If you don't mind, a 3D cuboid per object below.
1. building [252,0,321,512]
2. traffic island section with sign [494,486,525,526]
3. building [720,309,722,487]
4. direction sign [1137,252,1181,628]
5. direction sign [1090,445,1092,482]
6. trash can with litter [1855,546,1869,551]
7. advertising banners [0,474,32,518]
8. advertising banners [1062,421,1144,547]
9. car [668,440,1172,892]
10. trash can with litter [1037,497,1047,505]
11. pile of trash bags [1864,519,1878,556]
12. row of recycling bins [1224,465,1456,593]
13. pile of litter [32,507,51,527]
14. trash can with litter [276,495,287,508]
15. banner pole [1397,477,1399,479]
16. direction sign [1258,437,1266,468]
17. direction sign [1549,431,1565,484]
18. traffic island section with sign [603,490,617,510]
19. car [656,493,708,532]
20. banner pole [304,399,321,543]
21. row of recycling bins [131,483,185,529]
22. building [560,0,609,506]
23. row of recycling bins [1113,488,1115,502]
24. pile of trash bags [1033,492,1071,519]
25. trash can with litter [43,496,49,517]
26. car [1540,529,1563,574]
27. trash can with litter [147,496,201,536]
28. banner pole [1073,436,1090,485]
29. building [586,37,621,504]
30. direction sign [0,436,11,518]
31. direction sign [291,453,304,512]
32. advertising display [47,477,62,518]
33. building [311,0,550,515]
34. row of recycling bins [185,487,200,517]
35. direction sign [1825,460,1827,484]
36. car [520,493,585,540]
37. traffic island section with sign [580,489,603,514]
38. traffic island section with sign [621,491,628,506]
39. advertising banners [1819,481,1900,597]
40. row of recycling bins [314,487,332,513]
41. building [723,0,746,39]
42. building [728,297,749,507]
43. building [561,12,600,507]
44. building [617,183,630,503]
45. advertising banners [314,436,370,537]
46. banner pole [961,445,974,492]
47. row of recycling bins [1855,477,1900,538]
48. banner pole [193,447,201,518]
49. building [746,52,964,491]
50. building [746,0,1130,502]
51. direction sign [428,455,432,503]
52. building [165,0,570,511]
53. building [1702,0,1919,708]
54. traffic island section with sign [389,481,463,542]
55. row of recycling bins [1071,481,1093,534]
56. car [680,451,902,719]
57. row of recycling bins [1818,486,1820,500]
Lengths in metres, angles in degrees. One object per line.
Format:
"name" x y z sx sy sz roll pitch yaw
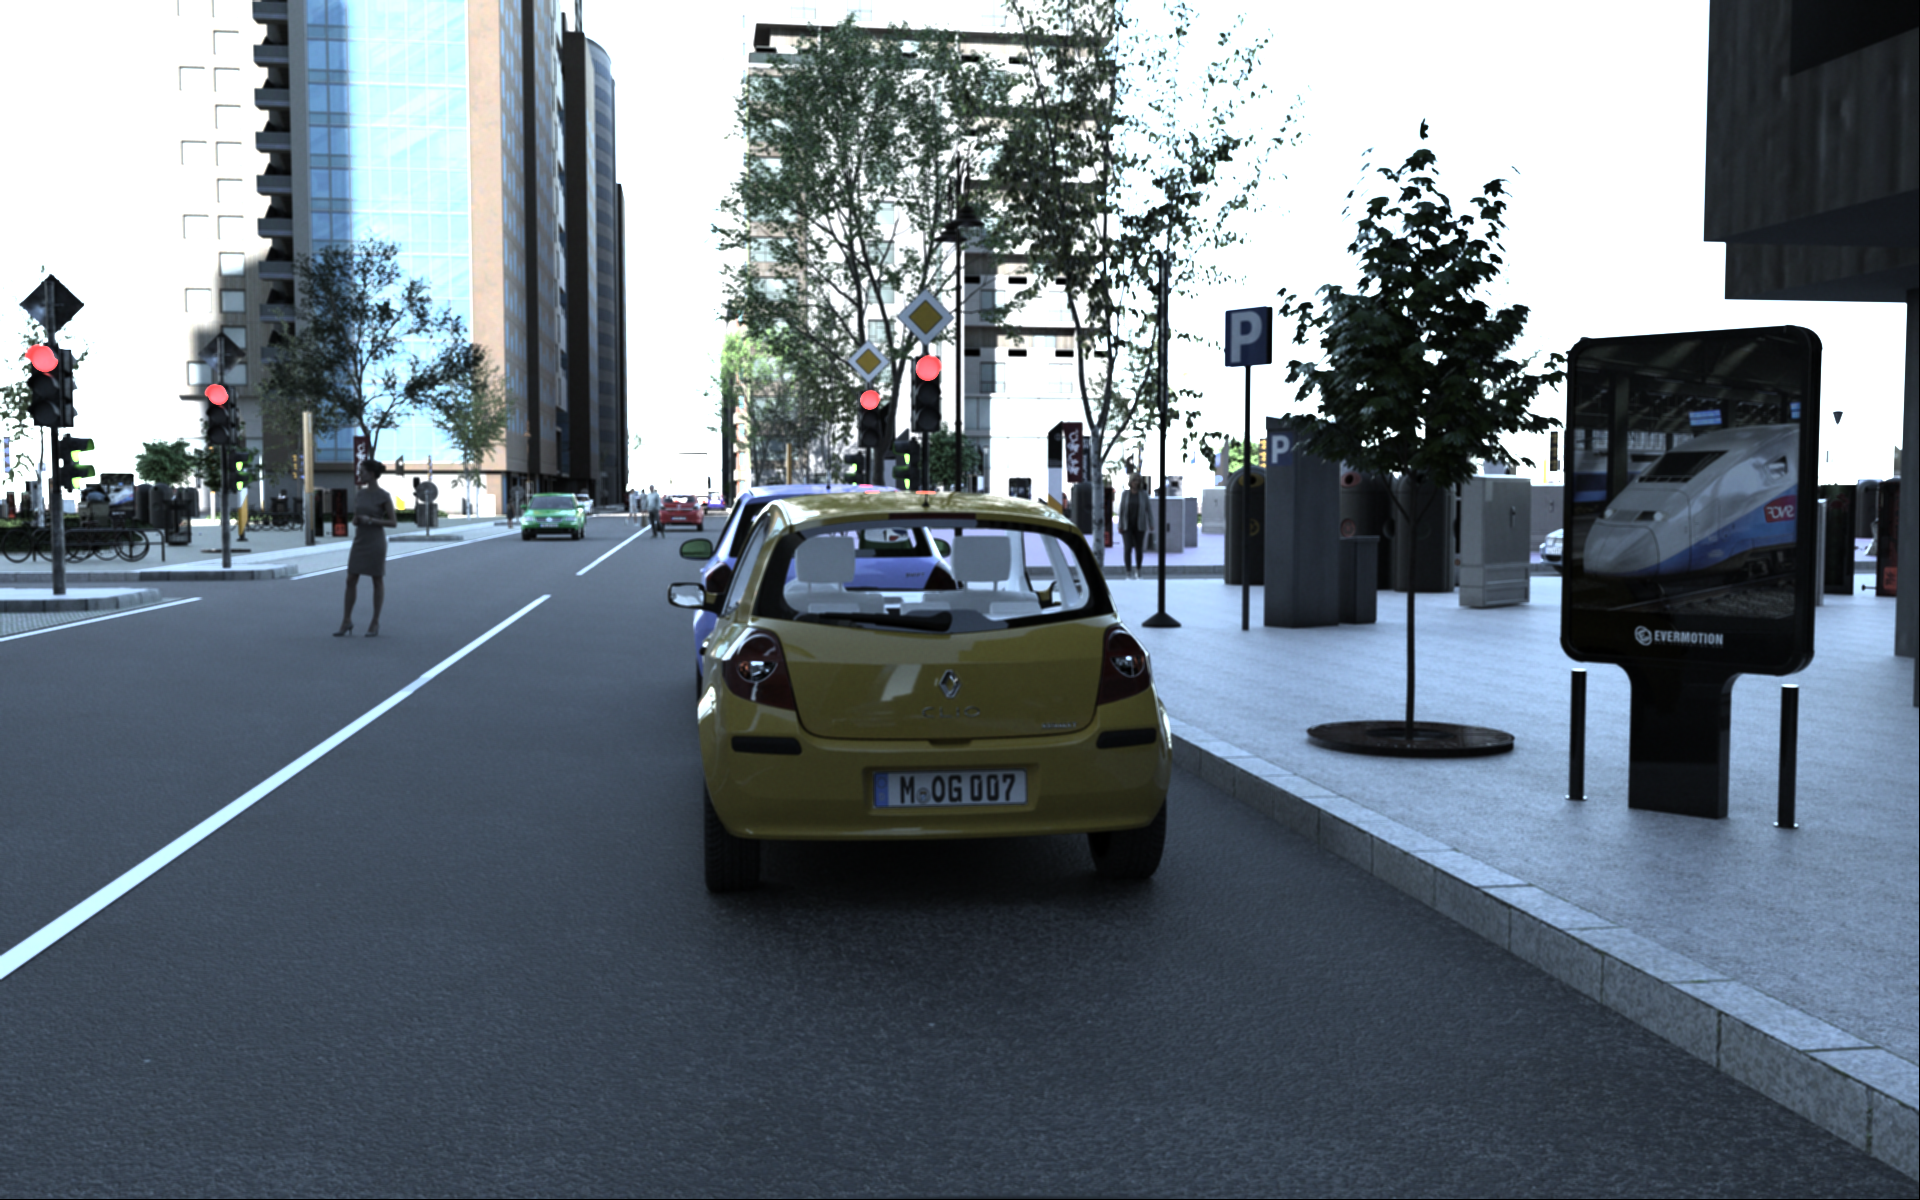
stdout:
"building" -35.241 -28.080 109.215 14.600 45.320 14.200 -1 4 -9
"traffic island section with sign" -20.256 -4.329 79.408 1.989 1.847 2.006 -1 4 -9
"building" -28.569 -29.738 257.910 14.160 30.474 14.107 -1 4 -9
"direction sign" 1.953 -1.510 16.690 0.379 3.537 0.876 1 4 12
"direction sign" 5.652 -5.080 75.063 0.379 3.537 0.876 3 5 43
"trash can with litter" 20.703 -1.796 40.418 1.678 1.210 2.233 3 4 37
"advertising banners" -41.774 -4.896 76.234 0.090 3.025 2.074 1 4 19
"advertising banners" 3.473 -2.785 41.725 2.074 3.025 0.090 1 4 10
"car" -0.301 0.151 7.759 2.015 1.641 3.980 0 4 -8
"trash can with litter" 3.469 -3.476 68.228 1.055 1.170 0.624 -1 4 -9
"pile of trash bags" 19.674 -1.589 35.739 1.912 1.369 3.447 3 5 39
"row of recycling bins" 5.168 -1.021 23.801 3.534 1.692 1.069 3 5 44
"pile of litter" -30.484 -2.689 57.935 1.176 0.858 1.719 -1 4 -8
"trash can with litter" -35.179 -4.884 90.917 2.233 1.210 1.678 -1 4 -22
"banner pole" 19.524 -5.271 76.201 0.863 3.779 0.401 -2 4 -33
"direction sign" 12.362 -4.733 69.381 0.876 3.537 0.379 -1 4 -14
"direction sign" 21.307 -4.251 61.499 0.379 3.537 0.876 -3 5 -41
"traffic island section with sign" -31.684 -8.936 154.726 1.989 1.847 2.006 -1 4 -9
"car" -10.962 -3.598 67.863 2.155 1.783 4.494 0 4 -8
"banner pole" -17.148 -3.406 45.700 0.401 3.779 0.863 -2 4 -25
"row of recycling bins" -30.588 -3.494 64.232 3.534 1.692 1.069 1 4 23
"building" -50.528 -46.254 194.507 20.563 71.187 20.611 -1 4 -9
"row of recycling bins" 9.769 -6.164 107.889 1.069 1.692 3.534 -1 4 -16
"pile of trash bags" 3.510 -4.532 83.848 3.447 1.369 1.912 0 4 3
"trash can with litter" -44.090 -4.438 83.611 1.678 1.210 2.233 -1 4 -15
"car" 12.452 -1.122 30.354 4.499 1.417 2.014 -1 4 -10
"trash can with litter" -24.658 -2.637 54.164 1.678 1.210 2.233 -1 4 -17
"banner pole" 4.511 -4.592 65.090 0.863 3.779 0.401 -1 4 -13
"building" -54.548 -41.415 219.141 21.231 58.520 28.212 -1 4 -9
"direction sign" -37.176 -4.604 67.264 0.876 3.537 0.379 1 4 20
"direction sign" -36.418 -6.322 95.355 0.379 3.537 0.876 2 4 26
"advertising display" -34.427 -3.713 65.914 0.123 1.923 0.974 0 4 -4
"building" -36.618 -28.944 123.342 14.600 45.320 14.200 -1 4 -9
"row of recycling bins" -44.095 -5.523 97.406 3.534 1.692 1.069 2 4 30
"direction sign" 52.741 -6.946 105.557 0.379 3.537 0.876 2 4 28
"car" -12.918 -2.830 55.059 1.959 1.807 4.718 -1 4 -10
"traffic island section with sign" -27.525 -7.256 127.260 1.989 1.847 2.006 -1 4 -9
"traffic island section with sign" -40.039 -12.302 209.766 1.989 1.847 2.006 -1 4 -9
"advertising banners" 11.657 -1.550 21.531 0.090 3.025 2.074 -3 4 -38
"row of recycling bins" -36.142 -5.556 97.948 1.069 1.692 3.534 -1 4 -12
"building" -17.588 -40.760 208.416 21.231 58.520 28.212 -1 4 -9
"building" -8.334 -19.790 168.610 27.650 21.520 28.899 -1 4 -9
"building" -42.045 -31.489 164.947 14.600 45.320 14.200 -1 4 -9
"building" -53.624 -36.165 241.401 14.600 45.320 14.200 -1 4 -9
"advertising banners" -18.721 -3.422 52.143 2.074 3.025 0.090 0 4 6
"banner pole" 0.261 -5.403 78.354 0.863 3.779 0.401 -1 4 -11
"row of recycling bins" 27.585 -2.601 49.635 3.534 1.692 1.069 3 4 36
"banner pole" -40.901 -6.293 92.914 0.401 3.779 0.863 0 4 -1
"building" -7.497 -21.178 117.969 14.160 30.474 14.107 -1 4 -9
"building" -3.207 -33.621 138.936 28.713 52.752 27.495 -1 4 -9
"direction sign" -30.463 -6.579 99.570 0.379 3.537 0.876 -2 4 -29
"building" -47.103 -33.843 142.576 28.713 52.752 27.495 -1 4 -9
"building" 11.459 -14.417 7.426 14.160 30.474 14.107 -1 4 -9
"traffic island section with sign" -16.211 -2.695 52.695 1.989 1.847 2.006 -1 4 -9
"row of recycling bins" 4.184 -3.037 56.761 1.069 1.692 3.534 0 4 6
"car" -0.980 -0.151 12.067 1.945 1.707 3.694 0 4 -8
"row of recycling bins" 43.827 -5.208 92.258 3.534 1.692 1.069 2 4 25
